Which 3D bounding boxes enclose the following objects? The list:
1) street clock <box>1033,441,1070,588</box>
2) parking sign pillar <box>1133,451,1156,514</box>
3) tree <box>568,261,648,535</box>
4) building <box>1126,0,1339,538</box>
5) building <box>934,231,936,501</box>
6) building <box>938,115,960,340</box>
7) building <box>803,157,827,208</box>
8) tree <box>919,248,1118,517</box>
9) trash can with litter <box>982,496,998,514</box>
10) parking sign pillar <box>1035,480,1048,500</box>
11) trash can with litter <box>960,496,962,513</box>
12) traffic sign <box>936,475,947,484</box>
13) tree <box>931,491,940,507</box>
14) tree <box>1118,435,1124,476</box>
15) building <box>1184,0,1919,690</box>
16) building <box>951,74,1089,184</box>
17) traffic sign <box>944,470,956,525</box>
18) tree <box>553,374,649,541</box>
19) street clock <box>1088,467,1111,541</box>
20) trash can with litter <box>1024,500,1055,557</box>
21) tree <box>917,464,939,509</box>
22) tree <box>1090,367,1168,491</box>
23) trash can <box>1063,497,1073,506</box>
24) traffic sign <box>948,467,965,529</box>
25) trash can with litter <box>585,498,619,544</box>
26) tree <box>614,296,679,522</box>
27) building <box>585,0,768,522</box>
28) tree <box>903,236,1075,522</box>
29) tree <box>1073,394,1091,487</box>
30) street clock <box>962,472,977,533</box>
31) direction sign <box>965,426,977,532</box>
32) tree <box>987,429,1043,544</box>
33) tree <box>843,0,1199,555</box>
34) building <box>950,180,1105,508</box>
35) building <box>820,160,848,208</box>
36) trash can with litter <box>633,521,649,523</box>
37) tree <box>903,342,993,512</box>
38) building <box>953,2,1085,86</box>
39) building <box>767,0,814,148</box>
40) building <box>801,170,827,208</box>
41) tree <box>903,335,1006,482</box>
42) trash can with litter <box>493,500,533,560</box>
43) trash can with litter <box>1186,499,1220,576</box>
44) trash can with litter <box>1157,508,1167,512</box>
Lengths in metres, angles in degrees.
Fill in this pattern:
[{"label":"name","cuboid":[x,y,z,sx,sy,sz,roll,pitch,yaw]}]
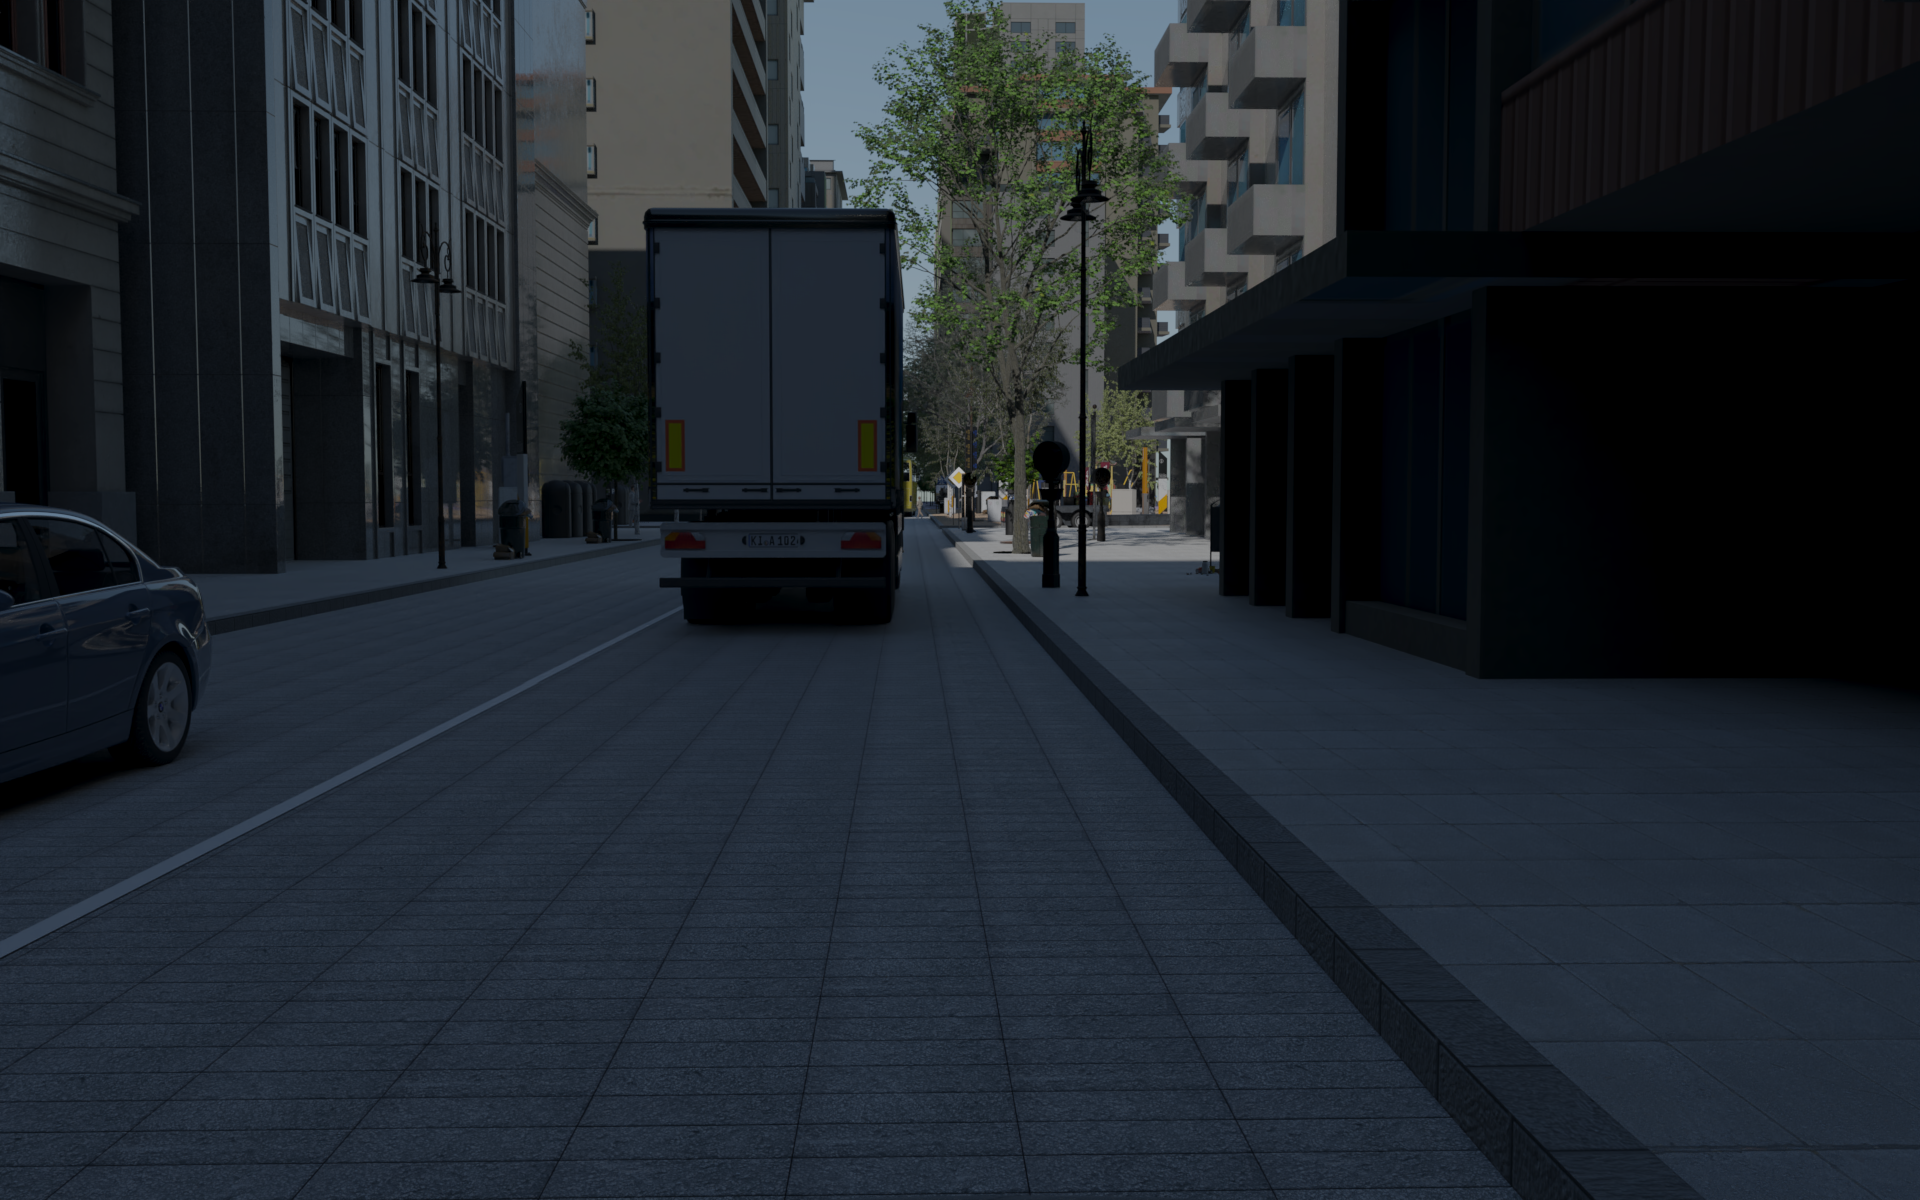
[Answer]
[{"label":"street clock","cuboid":[1.248,-1.169,23.691,0.471,2.002,0.358,2,4,32]},{"label":"parking sign pillar","cuboid":[11.160,-7.136,105.139,1.447,3.967,1.447,0,4,1]},{"label":"tree","cuboid":[-10.185,-6.362,54.386,4.737,8.622,4.395,0,3,0]},{"label":"building","cuboid":[17.411,-26.083,46.064,23.786,49.044,30.456,0,4,-2]},{"label":"building","cuboid":[6.378,-41.090,295.525,21.300,48.544,21.600,0,4,-2]},{"label":"building","cuboid":[8.217,-35.859,210.001,21.300,48.544,21.600,0,4,-2]},{"label":"building","cuboid":[-30.237,-38.326,246.231,23.786,49.044,30.456,0,4,-2]},{"label":"tree","cuboid":[1.711,-6.216,51.995,4.360,8.622,3.978,0,3,0]},{"label":"trash can with litter","cuboid":[1.755,-6.062,110.500,0.624,1.170,1.055,-3,4,-36]},{"label":"parking sign pillar","cuboid":[6.541,-9.015,135.863,1.447,3.967,1.447,-1,4,-14]},{"label":"trash can with litter","cuboid":[0.242,-6.401,116.044,0.624,1.170,1.055,0,4,3]},{"label":"traffic sign","cuboid":[-1.249,-7.229,118.308,0.768,2.556,0.104,0,4,5]},{"label":"tree","cuboid":[-1.929,-11.026,174.870,1.663,3.219,1.824,0,3,0]},{"label":"tree","cuboid":[11.974,-11.935,145.496,4.360,8.622,3.978,0,3,0]},{"label":"building","cuboid":[13.284,-21.642,8.466,22.147,44.769,28.867,0,4,-2]},{"label":"building","cuboid":[10.305,-32.438,184.980,22.147,44.769,28.867,0,4,-2]},{"label":"traffic sign","cuboid":[-0.275,-4.172,71.858,0.795,2.450,0.064,0,4,-2]},{"label":"tree","cuboid":[-9.463,-3.907,47.588,4.285,4.588,4.351,0,3,0]},{"label":"street clock","cuboid":[3.831,-2.590,46.919,0.471,2.002,0.358,-1,4,-16]},{"label":"trash can with litter","cuboid":[1.639,-1.476,35.520,0.624,1.170,1.055,0,4,4]},{"label":"tree","cuboid":[-3.133,-12.700,191.352,4.285,4.588,4.351,0,3,0]},{"label":"tree","cuboid":[9.888,-9.133,99.695,4.737,8.622,4.395,0,3,0]},{"label":"trash can","cuboid":[6.360,-5.500,101.579,0.748,1.137,0.748,0,3,0]},{"label":"traffic sign","cuboid":[-0.040,-3.684,63.876,0.795,2.450,0.064,0,4,-2]},{"label":"trash can with litter","cuboid":[-9.348,-2.061,45.080,0.624,1.170,1.055,1,4,10]},{"label":"tree","cuboid":[-10.035,-6.746,60.665,4.360,8.622,3.978,0,3,0]},{"label":"building","cuboid":[-21.396,-28.446,88.793,21.300,48.544,21.600,0,4,-2]},{"label":"tree","cuboid":[0.698,-10.440,81.066,12.009,13.543,11.850,0,3,0]},{"label":"tree","cuboid":[9.520,-10.311,118.945,4.737,8.622,4.395,0,3,0]},{"label":"street clock","cuboid":[0.320,-3.188,56.693,0.471,2.002,0.358,0,4,-4]},{"label":"direction sign","cuboid":[0.370,-4.042,58.088,0.379,3.537,0.876,2,4,26]},{"label":"tree","cuboid":[1.429,-3.077,44.912,1.663,3.219,1.824,0,3,0]},{"label":"tree","cuboid":[1.147,-6.802,36.965,9.928,11.665,9.643,0,3,0]},{"label":"building","cuboid":[6.066,-23.979,163.763,14.160,30.474,14.107,0,4,-2]},{"label":"building","cuboid":[-32.434,-41.965,275.373,28.713,52.752,27.495,0,4,-2]},{"label":"trash can with litter","cuboid":[-15.120,-4.042,77.150,2.233,1.210,1.678,2,4,28]},{"label":"tree","cuboid":[-1.285,-12.724,126.169,7.486,12.596,7.792,0,3,0]},{"label":"building","cuboid":[7.242,-50.140,258.044,20.563,71.187,20.611,0,4,-2]},{"label":"building","cuboid":[-28.386,-34.923,160.224,28.713,52.752,27.495,0,4,-2]},{"label":"building","cuboid":[-23.677,-32.374,212.910,14.154,41.232,14.086,0,4,-2]},{"label":"tree","cuboid":[-1.164,-14.241,139.493,9.857,13.997,8.962,0,3,0]},{"label":"trash can with litter","cuboid":[-8.834,-1.392,34.139,0.624,1.170,1.055,0,4,0]},{"label":"trash can with litter","cuboid":[4.707,-1.034,27.957,2.233,1.210,1.678,0,4,1]},{"label":"trash can with litter","cuboid":[14.761,-6.936,124.786,1.055,1.170,0.624,-3,5,-39]}]
